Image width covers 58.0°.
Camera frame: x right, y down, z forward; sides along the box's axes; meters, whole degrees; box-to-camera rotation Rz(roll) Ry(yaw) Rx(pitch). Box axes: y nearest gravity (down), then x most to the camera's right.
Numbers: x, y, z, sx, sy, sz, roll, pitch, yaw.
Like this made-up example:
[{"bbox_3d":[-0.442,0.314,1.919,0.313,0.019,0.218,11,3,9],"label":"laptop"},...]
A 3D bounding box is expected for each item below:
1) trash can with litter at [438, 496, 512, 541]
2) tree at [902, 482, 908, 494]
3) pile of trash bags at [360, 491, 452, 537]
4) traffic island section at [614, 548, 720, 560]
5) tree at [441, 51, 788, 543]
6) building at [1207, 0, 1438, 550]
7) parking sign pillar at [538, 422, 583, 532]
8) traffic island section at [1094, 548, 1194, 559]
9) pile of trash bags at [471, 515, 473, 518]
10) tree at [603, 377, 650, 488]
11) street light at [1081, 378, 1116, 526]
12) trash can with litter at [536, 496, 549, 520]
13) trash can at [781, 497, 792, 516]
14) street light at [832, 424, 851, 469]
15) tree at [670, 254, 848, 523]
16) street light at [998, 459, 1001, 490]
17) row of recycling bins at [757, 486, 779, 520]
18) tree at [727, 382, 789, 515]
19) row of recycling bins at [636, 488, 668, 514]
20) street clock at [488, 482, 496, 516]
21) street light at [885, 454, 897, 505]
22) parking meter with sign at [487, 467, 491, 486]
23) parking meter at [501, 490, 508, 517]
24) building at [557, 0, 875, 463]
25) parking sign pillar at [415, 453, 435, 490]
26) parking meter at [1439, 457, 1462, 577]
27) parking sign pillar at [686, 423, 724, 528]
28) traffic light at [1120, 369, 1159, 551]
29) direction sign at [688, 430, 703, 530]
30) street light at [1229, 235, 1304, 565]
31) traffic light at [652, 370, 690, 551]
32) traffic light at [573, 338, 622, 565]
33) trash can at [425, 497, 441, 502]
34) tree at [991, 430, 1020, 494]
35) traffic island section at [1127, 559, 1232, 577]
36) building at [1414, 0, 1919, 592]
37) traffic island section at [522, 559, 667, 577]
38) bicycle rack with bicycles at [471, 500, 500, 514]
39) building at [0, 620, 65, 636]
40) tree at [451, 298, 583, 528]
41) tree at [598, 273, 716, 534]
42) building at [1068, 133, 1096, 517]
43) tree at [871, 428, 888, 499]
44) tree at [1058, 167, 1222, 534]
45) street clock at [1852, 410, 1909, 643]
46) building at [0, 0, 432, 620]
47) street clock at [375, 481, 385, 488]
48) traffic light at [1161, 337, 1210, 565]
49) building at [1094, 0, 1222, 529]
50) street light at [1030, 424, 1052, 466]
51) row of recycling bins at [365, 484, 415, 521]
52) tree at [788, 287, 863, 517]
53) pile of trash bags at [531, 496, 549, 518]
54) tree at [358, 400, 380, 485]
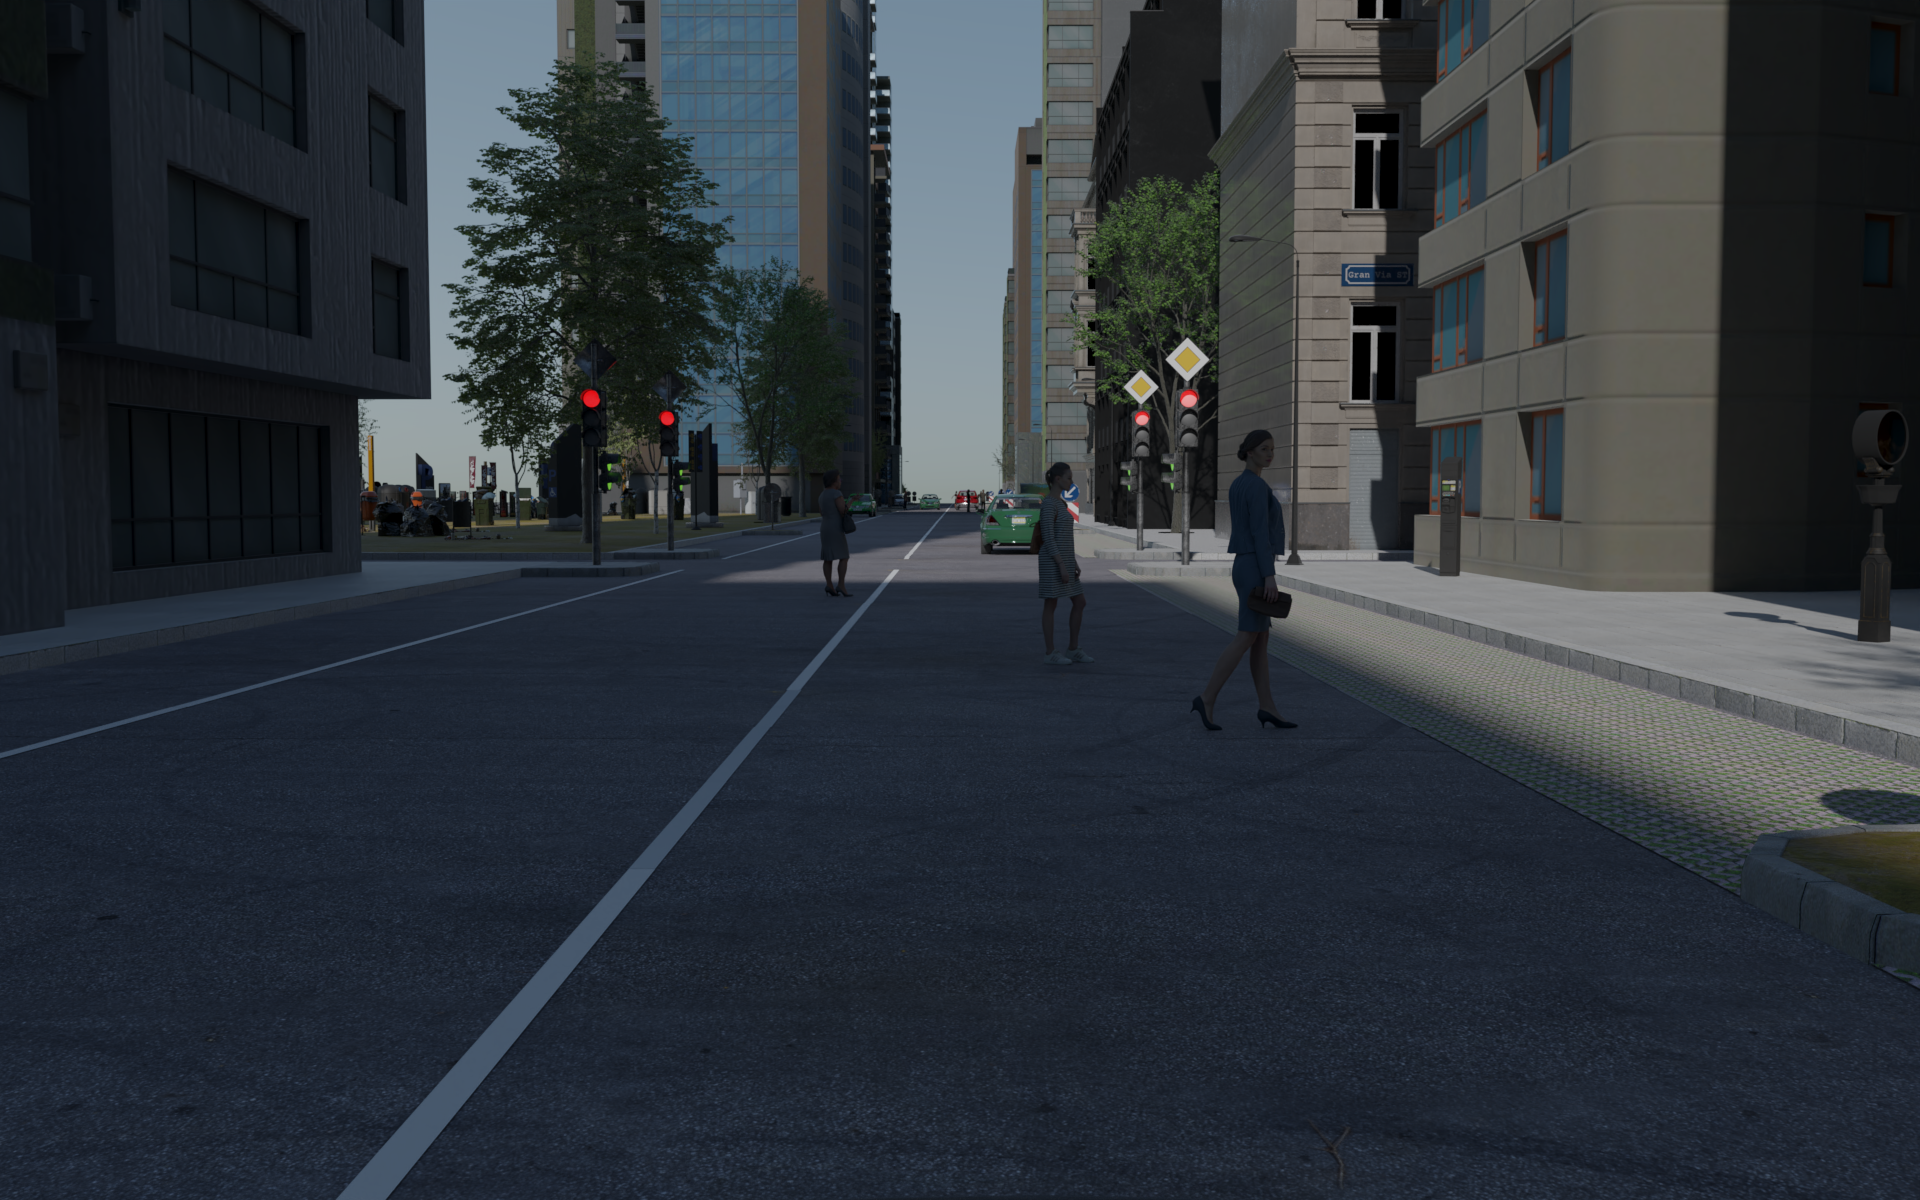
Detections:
[{"bbox_3d":[-13.650,-2.316,48.924,2.233,1.210,1.678,-3,4,-36],"label":"trash can with litter"},{"bbox_3d":[-9.019,-17.086,273.957,1.663,3.219,1.824,0,3,0],"label":"tree"},{"bbox_3d":[-17.252,-2.659,53.223,3.447,1.369,1.912,2,4,32],"label":"pile of trash bags"},{"bbox_3d":[-6.587,-1.042,39.322,2.009,0.180,2.903,0,3,0],"label":"traffic island section"},{"bbox_3d":[-9.283,-7.760,45.006,7.486,12.596,7.792,0,3,0],"label":"tree"},{"bbox_3d":[19.599,-15.104,44.209,25.104,27.353,12.463,0,3,0],"label":"building"},{"bbox_3d":[-13.647,-4.366,59.854,1.447,3.967,1.447,2,4,28],"label":"parking sign pillar"},{"bbox_3d":[4.104,-1.042,39.311,2.009,0.180,2.903,0,3,0],"label":"traffic island section"},{"bbox_3d":[-27.373,-5.015,91.749,3.447,1.369,1.912,3,5,42],"label":"pile of trash bags"},{"bbox_3d":[-18.808,-8.957,96.811,4.737,8.622,4.395,0,3,0],"label":"tree"},{"bbox_3d":[5.540,-5.916,69.270,1.470,5.913,1.316,0,3,0],"label":"street light"},{"bbox_3d":[-20.677,-4.600,86.593,1.055,1.170,0.624,1,4,21],"label":"trash can with litter"},{"bbox_3d":[-10.103,-5.444,100.654,0.748,1.137,0.748,0,3,0],"label":"trash can"},{"bbox_3d":[-7.939,-8.752,115.636,1.470,5.913,1.316,0,3,0],"label":"street light"},{"bbox_3d":[-8.666,-9.227,76.612,9.928,11.665,9.643,0,3,0],"label":"tree"},{"bbox_3d":[5.657,-15.746,229.987,1.470,5.913,1.316,0,3,0],"label":"street light"},{"bbox_3d":[-9.553,-4.809,85.736,1.069,1.692,3.534,-1,4,-11],"label":"row of recycling bins"},{"bbox_3d":[-12.473,-9.552,106.533,4.360,8.622,3.978,0,3,0],"label":"tree"},{"bbox_3d":[-20.291,-6.466,112.830,3.534,1.692,1.069,1,4,12],"label":"row of recycling bins"},{"bbox_3d":[-27.397,-5.934,101.594,0.471,2.002,0.358,-1,4,-11],"label":"street clock"},{"bbox_3d":[-7.954,-13.837,198.780,1.470,5.913,1.316,0,3,0],"label":"street light"},{"bbox_3d":[-30.747,-7.126,112.769,0.543,3.016,1.738,-2,4,-27],"label":"parking meter with sign"},{"bbox_3d":[-25.499,-5.417,96.974,0.372,1.533,0.369,0,3,0],"label":"parking meter"},{"bbox_3d":[-23.307,-35.618,171.588,28.713,52.752,27.495,0,3,0],"label":"building"},{"bbox_3d":[-35.149,-7.668,113.845,1.447,3.967,1.447,2,4,24],"label":"parking sign pillar"},{"bbox_3d":[7.656,-1.303,27.021,0.255,1.863,0.399,2,4,27],"label":"parking meter"},{"bbox_3d":[-9.807,-4.767,66.411,1.447,3.967,1.447,-3,5,-42],"label":"parking sign pillar"},{"bbox_3d":[4.064,-3.075,39.197,0.839,4.253,0.868,0,3,0],"label":"traffic light"},{"bbox_3d":[-9.420,-4.266,61.739,0.379,3.537,0.876,2,4,24],"label":"direction sign"},{"bbox_3d":[5.513,-3.588,31.198,1.470,5.913,1.316,0,3,0],"label":"street light"},{"bbox_3d":[-6.547,-3.074,39.187,0.839,4.253,0.868,0,3,0],"label":"traffic light"},{"bbox_3d":[-6.552,-2.586,31.202,0.839,4.253,0.868,0,3,0],"label":"traffic light"},{"bbox_3d":[-23.845,-4.080,78.369,0.748,1.137,0.748,0,3,0],"label":"trash can"},{"bbox_3d":[5.994,-15.148,198.029,4.360,8.622,3.978,0,3,0],"label":"tree"},{"bbox_3d":[4.100,-0.553,31.326,2.009,0.180,2.903,0,3,0],"label":"traffic island section"},{"bbox_3d":[22.101,-10.489,16.534,27.650,21.520,28.899,0,3,0],"label":"building"},{"bbox_3d":[-6.592,-0.554,31.337,2.009,0.180,2.903,0,3,0],"label":"traffic island section"},{"bbox_3d":[-29.870,-5.860,109.190,2.925,0.926,2.852,-2,4,-31],"label":"bicycle rack with bicycles"},{"bbox_3d":[-15.689,-14.513,8.994,14.160,30.474,14.107,0,3,0],"label":"building"},{"bbox_3d":[-16.617,-6.979,64.474,4.360,8.622,3.978,0,3,0],"label":"tree"},{"bbox_3d":[-9.854,-6.451,55.842,4.360,8.622,3.978,0,3,0],"label":"tree"},{"bbox_3d":[13.348,-16.947,96.166,14.460,24.649,34.723,0,3,0],"label":"building"},{"bbox_3d":[-9.628,-14.678,190.349,4.737,8.622,4.395,0,3,0],"label":"tree"},{"bbox_3d":[7.065,-7.975,56.148,9.928,11.665,9.643,0,3,0],"label":"tree"},{"bbox_3d":[7.944,-0.638,14.994,0.471,2.002,0.358,-2,4,-30],"label":"street clock"},{"bbox_3d":[-15.828,-15.459,24.459,14.107,30.474,14.160,0,3,0],"label":"building"},{"bbox_3d":[-32.794,-5.680,97.434,0.471,2.002,0.358,-1,4,-12],"label":"street clock"},{"bbox_3d":[4.060,-2.587,31.212,0.839,4.253,0.868,0,3,0],"label":"traffic light"},{"bbox_3d":[12.260,-14.715,70.261,12.332,23.373,15.834,0,3,0],"label":"building"},{"bbox_3d":[5.503,-8.673,114.342,1.470,5.913,1.316,0,3,0],"label":"street light"},{"bbox_3d":[-28.232,-4.725,84.364,1.069,1.692,3.534,2,4,34],"label":"row of recycling bins"},{"bbox_3d":[-8.923,-10.829,95.186,7.486,12.596,7.792,0,3,0],"label":"tree"},{"bbox_3d":[-23.385,-5.559,100.638,1.912,1.369,3.447,-3,4,-38],"label":"pile of trash bags"},{"bbox_3d":[-35.582,-9.184,100.525,4.360,8.622,3.978,0,3,0],"label":"tree"}]
